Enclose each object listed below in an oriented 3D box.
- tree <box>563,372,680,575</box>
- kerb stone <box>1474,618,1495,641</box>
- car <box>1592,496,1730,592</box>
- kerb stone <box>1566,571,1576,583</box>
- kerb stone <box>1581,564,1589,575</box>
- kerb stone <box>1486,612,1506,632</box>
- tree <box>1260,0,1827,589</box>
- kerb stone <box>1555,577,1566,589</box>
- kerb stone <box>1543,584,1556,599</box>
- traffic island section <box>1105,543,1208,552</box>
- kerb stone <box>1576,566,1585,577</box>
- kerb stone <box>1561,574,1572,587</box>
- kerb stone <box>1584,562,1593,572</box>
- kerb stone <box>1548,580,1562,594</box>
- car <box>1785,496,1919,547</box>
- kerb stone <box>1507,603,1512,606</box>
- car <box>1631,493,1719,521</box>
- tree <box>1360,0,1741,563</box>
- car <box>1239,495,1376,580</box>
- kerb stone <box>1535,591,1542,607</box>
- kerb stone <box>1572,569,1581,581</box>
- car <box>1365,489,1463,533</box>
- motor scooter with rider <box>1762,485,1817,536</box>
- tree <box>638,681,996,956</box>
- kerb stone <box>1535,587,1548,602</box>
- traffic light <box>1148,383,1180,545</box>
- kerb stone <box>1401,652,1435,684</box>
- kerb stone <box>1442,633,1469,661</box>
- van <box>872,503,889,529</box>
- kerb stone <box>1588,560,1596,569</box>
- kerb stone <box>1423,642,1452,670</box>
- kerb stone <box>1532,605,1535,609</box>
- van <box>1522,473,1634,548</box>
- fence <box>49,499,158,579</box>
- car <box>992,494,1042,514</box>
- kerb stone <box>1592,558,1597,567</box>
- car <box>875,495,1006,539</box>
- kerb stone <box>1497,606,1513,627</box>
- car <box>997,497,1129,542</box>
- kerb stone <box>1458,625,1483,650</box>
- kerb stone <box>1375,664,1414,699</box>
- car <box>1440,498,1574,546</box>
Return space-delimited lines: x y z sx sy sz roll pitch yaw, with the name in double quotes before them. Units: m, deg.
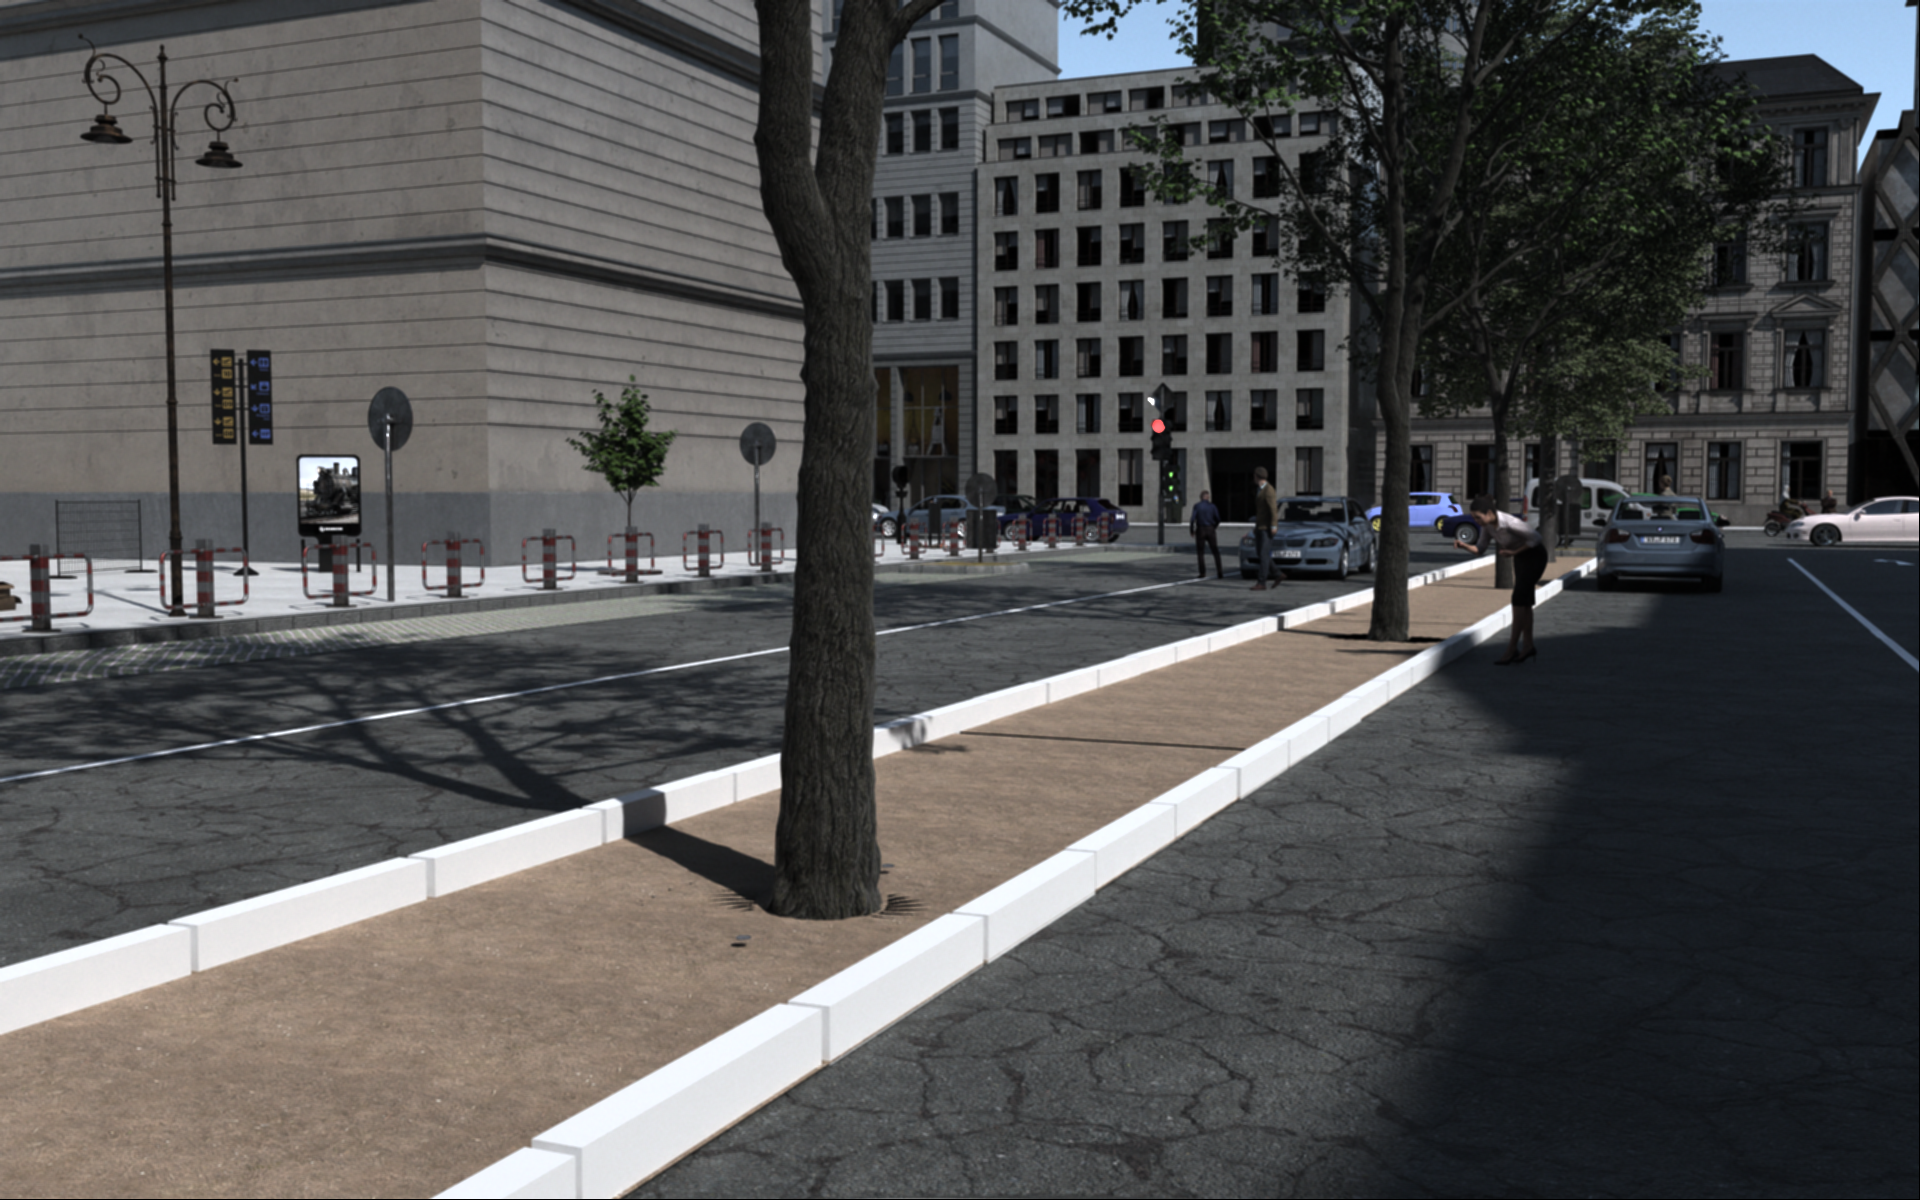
"tree" -5.195 -2.021 27.638 1.663 3.219 1.824 0 3 0
"kerb stone" 5.146 0.316 17.117 0.120 0.150 1.000 2 4 23
"car" 10.830 -0.905 26.799 2.014 1.417 4.499 1 4 22
"kerb stone" 9.650 -0.325 27.513 0.120 0.150 1.000 2 4 23
"kerb stone" 10.881 -0.498 30.333 0.120 0.150 1.000 2 4 23
"kerb stone" 5.550 0.257 18.061 0.120 0.150 1.000 2 4 23
"tree" 8.339 -5.452 26.009 8.767 10.594 7.601 2 4 23
"kerb stone" 8.834 -0.210 25.630 0.120 0.150 1.000 2 4 23
"kerb stone" 8.024 -0.089 23.745 0.120 0.150 1.000 2 4 23
"traffic island section" 5.058 -1.314 43.758 2.009 0.180 2.903 2 4 23
"kerb stone" 10.469 -0.436 29.394 0.120 0.150 1.000 2 4 23
"kerb stone" 9.249 -0.264 26.568 0.120 0.150 1.000 2 4 23
"kerb stone" 11.289 -0.555 31.274 0.120 0.150 1.000 2 4 23
"kerb stone" 8.433 -0.152 24.685 0.120 0.150 1.000 2 4 23
"car" 25.023 -2.114 46.928 4.827 1.381 2.083 1 4 23
"kerb stone" 6.377 0.137 19.961 0.120 0.150 1.000 2 4 23
"car" 23.272 -3.045 58.584 4.718 1.807 1.959 2 4 24
"tree" 12.277 -7.069 36.169 7.486 12.596 7.792 0 3 0
"car" 6.192 -1.131 30.493 2.014 1.417 4.499 1 4 23
"kerb stone" 7.199 0.021 21.847 0.120 0.150 1.000 2 4 23
"kerb stone" 10.063 -0.374 28.452 0.120 0.150 1.000 2 4 23
"car" 16.921 -3.378 64.816 3.694 1.707 1.945 1 4 23
"motor scooter with rider" 28.104 -3.021 58.358 1.986 1.779 0.876 2 4 25
"tree" -0.413 -4.725 5.460 9.928 11.665 9.643 0 3 0
"kerb stone" 7.604 -0.037 22.797 0.120 0.150 1.000 2 4 23
"traffic light" 5.091 -3.345 43.608 0.839 4.253 0.868 2 4 23
"kerb stone" 3.503 0.543 13.339 0.120 0.150 1.000 2 4 23
"kerb stone" 4.325 0.427 15.225 0.120 0.150 1.000 2 4 23
"van" -4.706 -3.700 67.509 4.112 2.044 2.013 1 4 22
"kerb stone" 11.688 -0.612 32.220 0.120 0.150 1.000 2 4 23
"kerb stone" 3.908 0.484 14.282 0.120 0.150 1.000 2 4 23
"kerb stone" 6.792 0.079 20.904 0.120 0.150 1.000 2 4 23
"van" 16.382 -2.262 43.997 4.112 2.044 2.013 1 4 22
"fence" -13.539 -0.983 27.283 0.480 1.192 2.264 0 4 7
"car" 2.169 -3.179 61.768 4.222 1.686 2.009 1 4 23
"kerb stone" 12.097 -0.670 33.162 0.120 0.150 1.000 2 4 23
"car" -0.639 -2.750 56.968 4.499 1.417 2.014 2 4 25
"kerb stone" 5.973 0.195 19.006 0.120 0.150 1.000 2 4 23
"car" 2.984 -2.389 51.639 3.894 1.354 1.945 2 4 23
"kerb stone" 4.737 0.368 16.176 0.120 0.150 1.000 2 4 23
"kerb stone" 3.092 0.599 12.397 0.120 0.150 1.000 2 4 23
"car" 15.560 -2.208 48.681 3.894 1.354 1.945 2 4 24
